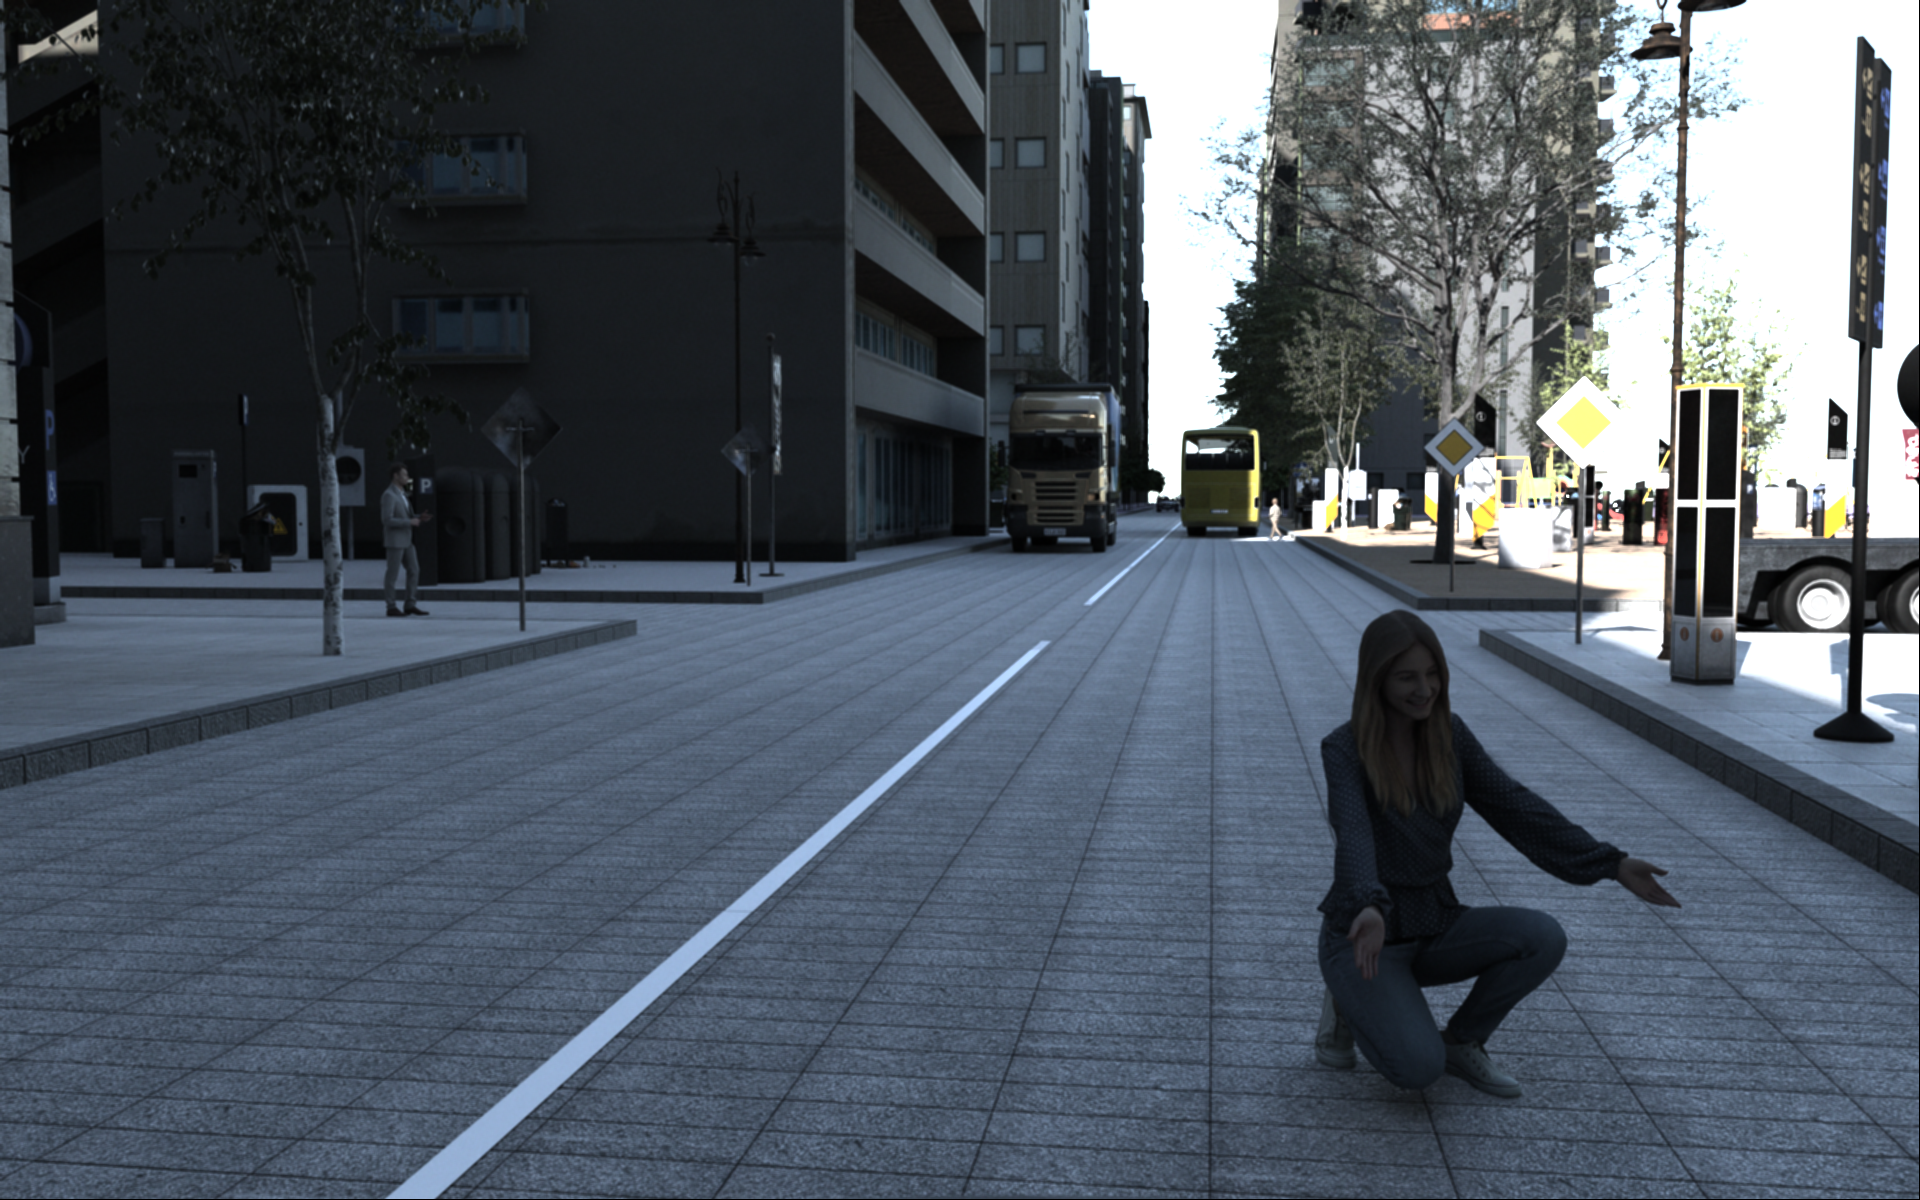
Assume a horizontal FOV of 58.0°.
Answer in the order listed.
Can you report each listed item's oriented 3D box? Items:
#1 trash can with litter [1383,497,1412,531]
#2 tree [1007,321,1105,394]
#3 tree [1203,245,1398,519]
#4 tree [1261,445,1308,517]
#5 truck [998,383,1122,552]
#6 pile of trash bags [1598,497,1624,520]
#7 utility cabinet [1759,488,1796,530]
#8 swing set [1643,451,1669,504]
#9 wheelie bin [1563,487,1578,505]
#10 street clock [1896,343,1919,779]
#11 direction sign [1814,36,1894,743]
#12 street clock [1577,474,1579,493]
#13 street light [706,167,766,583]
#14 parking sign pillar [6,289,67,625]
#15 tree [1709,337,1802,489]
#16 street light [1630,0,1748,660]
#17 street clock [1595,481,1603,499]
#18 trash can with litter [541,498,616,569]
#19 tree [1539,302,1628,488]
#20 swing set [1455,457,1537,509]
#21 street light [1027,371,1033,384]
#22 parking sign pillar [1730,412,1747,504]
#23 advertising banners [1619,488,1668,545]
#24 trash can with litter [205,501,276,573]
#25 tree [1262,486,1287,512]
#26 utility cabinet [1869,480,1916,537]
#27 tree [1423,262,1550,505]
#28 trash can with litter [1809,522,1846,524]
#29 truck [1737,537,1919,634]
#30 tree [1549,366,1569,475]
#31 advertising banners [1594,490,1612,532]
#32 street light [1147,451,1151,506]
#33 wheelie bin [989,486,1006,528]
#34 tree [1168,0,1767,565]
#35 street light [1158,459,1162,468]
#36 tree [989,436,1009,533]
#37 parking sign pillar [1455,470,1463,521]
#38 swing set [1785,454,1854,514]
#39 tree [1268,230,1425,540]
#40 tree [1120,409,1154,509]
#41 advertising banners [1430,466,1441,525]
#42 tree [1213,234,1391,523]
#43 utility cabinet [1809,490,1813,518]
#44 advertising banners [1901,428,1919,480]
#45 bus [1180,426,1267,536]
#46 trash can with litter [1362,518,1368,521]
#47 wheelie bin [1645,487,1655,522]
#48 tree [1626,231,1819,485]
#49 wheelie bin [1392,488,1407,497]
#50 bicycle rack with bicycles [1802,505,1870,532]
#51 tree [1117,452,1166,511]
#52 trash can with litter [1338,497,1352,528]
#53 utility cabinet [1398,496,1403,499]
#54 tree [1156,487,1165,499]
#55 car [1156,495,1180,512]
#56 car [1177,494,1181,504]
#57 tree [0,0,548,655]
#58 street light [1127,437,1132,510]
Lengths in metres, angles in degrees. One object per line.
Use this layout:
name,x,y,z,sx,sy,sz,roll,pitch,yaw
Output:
trash can with litter,15.169,-2.997,60.383,0.624,1.170,1.055,-2,4,-26
tree,4.235,-7.594,74.519,4.360,8.622,3.978,0,3,0
tree,17.405,-11.179,89.435,9.857,13.997,8.962,0,3,0
tree,18.136,-6.998,98.129,4.285,4.588,4.351,0,3,0
truck,2.884,-3.503,46.196,2.839,4.237,11.283,0,4,7
pile of trash bags,32.017,-4.738,87.222,3.447,1.369,1.912,1,4,18
utility cabinet,28.919,-3.214,61.230,1.173,1.500,0.318,0,4,-8
swing set,24.345,-3.706,58.219,2.862,2.851,3.119,0,4,5
wheelie bin,27.231,-4.225,76.981,0.693,1.594,0.980,-3,4,-38
street clock,4.401,-0.188,7.642,0.471,2.002,0.358,0,4,6
direction sign,4.701,-1.040,9.006,0.379,3.537,0.876,3,4,36
street clock,22.133,-3.491,61.652,0.358,2.002,0.471,0,4,4
street light,-3.192,-3.189,24.922,0.468,5.910,1.993,1,4,8
parking sign pillar,-9.692,-1.751,17.097,1.447,3.967,1.447,-1,4,-14
tree,37.378,-8.052,82.017,4.360,8.622,3.978,0,3,0
street light,5.511,-2.476,13.268,0.468,5.910,1.993,1,4,8
street clock,34.340,-5.421,93.209,0.471,2.002,0.358,0,4,1
trash can with litter,-7.251,-1.187,30.464,2.233,1.210,1.678,3,4,38
tree,24.324,-7.155,67.351,4.737,8.622,4.395,0,3,0
swing set,22.617,-4.608,72.957,3.119,2.851,2.862,0,4,-4
street light,2.625,-5.669,65.470,0.468,5.910,1.993,1,4,8
parking sign pillar,23.513,-3.976,53.473,1.447,3.967,1.447,1,4,11
advertising banners,17.587,-2.878,43.247,2.074,3.025,0.090,1,4,11
trash can with litter,-11.796,-1.040,28.394,1.055,1.170,0.624,-2,4,-29
tree,22.747,-7.940,124.413,1.663,3.219,1.824,0,3,0
utility cabinet,15.085,-1.148,27.445,0.318,1.500,1.173,-2,4,-35
tree,15.466,-6.368,54.472,4.360,8.622,3.978,0,3,0
trash can with litter,36.700,-3.783,72.910,2.233,1.210,1.678,-1,4,-11
truck,16.830,-1.631,16.419,18.799,4.110,2.967,0,4,8
tree,31.359,-8.729,93.073,4.360,8.622,3.978,0,3,0
advertising banners,21.881,-3.885,59.710,0.090,3.025,2.074,-1,4,-11
street light,19.929,-12.862,183.075,0.468,5.910,1.993,1,4,8
wheelie bin,1.262,-3.562,66.143,0.980,1.594,0.693,-1,4,-21
tree,9.074,-7.413,31.574,12.009,13.543,11.850,0,3,0
street light,25.900,-15.377,224.207,0.468,5.910,1.993,1,4,8
tree,1.047,-3.864,57.781,1.663,3.219,1.824,0,3,0
parking sign pillar,24.308,-5.875,84.531,1.447,3.967,1.447,0,4,-4
swing set,34.288,-4.384,69.298,2.862,2.851,3.119,1,4,9
tree,10.751,-5.988,48.265,4.360,8.622,3.978,0,3,0
tree,14.870,-12.221,150.172,4.360,8.622,3.978,0,3,0
advertising banners,19.907,-4.652,72.245,0.090,3.025,2.074,0,4,3
tree,14.961,-9.676,76.335,7.486,12.596,7.792,0,3,0
utility cabinet,45.453,-5.073,91.627,1.173,1.500,0.318,-2,4,-31
advertising banners,25.854,-3.016,45.500,2.074,3.025,0.090,2,4,30
bus,9.469,-4.303,61.897,2.896,3.916,12.252,1,4,10
trash can with litter,20.082,-4.405,83.072,2.233,1.210,1.678,-2,4,-25
wheelie bin,31.701,-4.422,80.206,0.980,1.594,0.693,0,4,-1
tree,21.338,-5.992,48.329,4.737,8.622,4.395,0,3,0
wheelie bin,21.563,-4.730,85.248,0.693,1.594,0.980,-3,5,-45
bicycle rack with bicycles,30.363,-2.752,58.378,2.852,0.926,2.925,-1,4,-13
tree,12.674,-9.188,133.936,4.285,4.588,4.351,0,3,0
trash can with litter,14.643,-3.347,66.105,0.624,1.170,1.055,1,4,13
utility cabinet,20.278,-4.251,80.671,0.306,1.237,1.020,3,5,39
tree,28.477,-15.514,248.261,1.663,3.219,1.824,0,3,0
car,16.693,-7.728,138.935,1.945,1.354,3.894,1,4,9
car,27.681,-12.553,215.469,2.015,1.641,3.980,0,4,8
tree,-5.071,-3.852,13.344,4.360,8.622,3.978,0,3,0
street light,13.750,-10.279,140.847,0.468,5.910,1.993,1,4,8
